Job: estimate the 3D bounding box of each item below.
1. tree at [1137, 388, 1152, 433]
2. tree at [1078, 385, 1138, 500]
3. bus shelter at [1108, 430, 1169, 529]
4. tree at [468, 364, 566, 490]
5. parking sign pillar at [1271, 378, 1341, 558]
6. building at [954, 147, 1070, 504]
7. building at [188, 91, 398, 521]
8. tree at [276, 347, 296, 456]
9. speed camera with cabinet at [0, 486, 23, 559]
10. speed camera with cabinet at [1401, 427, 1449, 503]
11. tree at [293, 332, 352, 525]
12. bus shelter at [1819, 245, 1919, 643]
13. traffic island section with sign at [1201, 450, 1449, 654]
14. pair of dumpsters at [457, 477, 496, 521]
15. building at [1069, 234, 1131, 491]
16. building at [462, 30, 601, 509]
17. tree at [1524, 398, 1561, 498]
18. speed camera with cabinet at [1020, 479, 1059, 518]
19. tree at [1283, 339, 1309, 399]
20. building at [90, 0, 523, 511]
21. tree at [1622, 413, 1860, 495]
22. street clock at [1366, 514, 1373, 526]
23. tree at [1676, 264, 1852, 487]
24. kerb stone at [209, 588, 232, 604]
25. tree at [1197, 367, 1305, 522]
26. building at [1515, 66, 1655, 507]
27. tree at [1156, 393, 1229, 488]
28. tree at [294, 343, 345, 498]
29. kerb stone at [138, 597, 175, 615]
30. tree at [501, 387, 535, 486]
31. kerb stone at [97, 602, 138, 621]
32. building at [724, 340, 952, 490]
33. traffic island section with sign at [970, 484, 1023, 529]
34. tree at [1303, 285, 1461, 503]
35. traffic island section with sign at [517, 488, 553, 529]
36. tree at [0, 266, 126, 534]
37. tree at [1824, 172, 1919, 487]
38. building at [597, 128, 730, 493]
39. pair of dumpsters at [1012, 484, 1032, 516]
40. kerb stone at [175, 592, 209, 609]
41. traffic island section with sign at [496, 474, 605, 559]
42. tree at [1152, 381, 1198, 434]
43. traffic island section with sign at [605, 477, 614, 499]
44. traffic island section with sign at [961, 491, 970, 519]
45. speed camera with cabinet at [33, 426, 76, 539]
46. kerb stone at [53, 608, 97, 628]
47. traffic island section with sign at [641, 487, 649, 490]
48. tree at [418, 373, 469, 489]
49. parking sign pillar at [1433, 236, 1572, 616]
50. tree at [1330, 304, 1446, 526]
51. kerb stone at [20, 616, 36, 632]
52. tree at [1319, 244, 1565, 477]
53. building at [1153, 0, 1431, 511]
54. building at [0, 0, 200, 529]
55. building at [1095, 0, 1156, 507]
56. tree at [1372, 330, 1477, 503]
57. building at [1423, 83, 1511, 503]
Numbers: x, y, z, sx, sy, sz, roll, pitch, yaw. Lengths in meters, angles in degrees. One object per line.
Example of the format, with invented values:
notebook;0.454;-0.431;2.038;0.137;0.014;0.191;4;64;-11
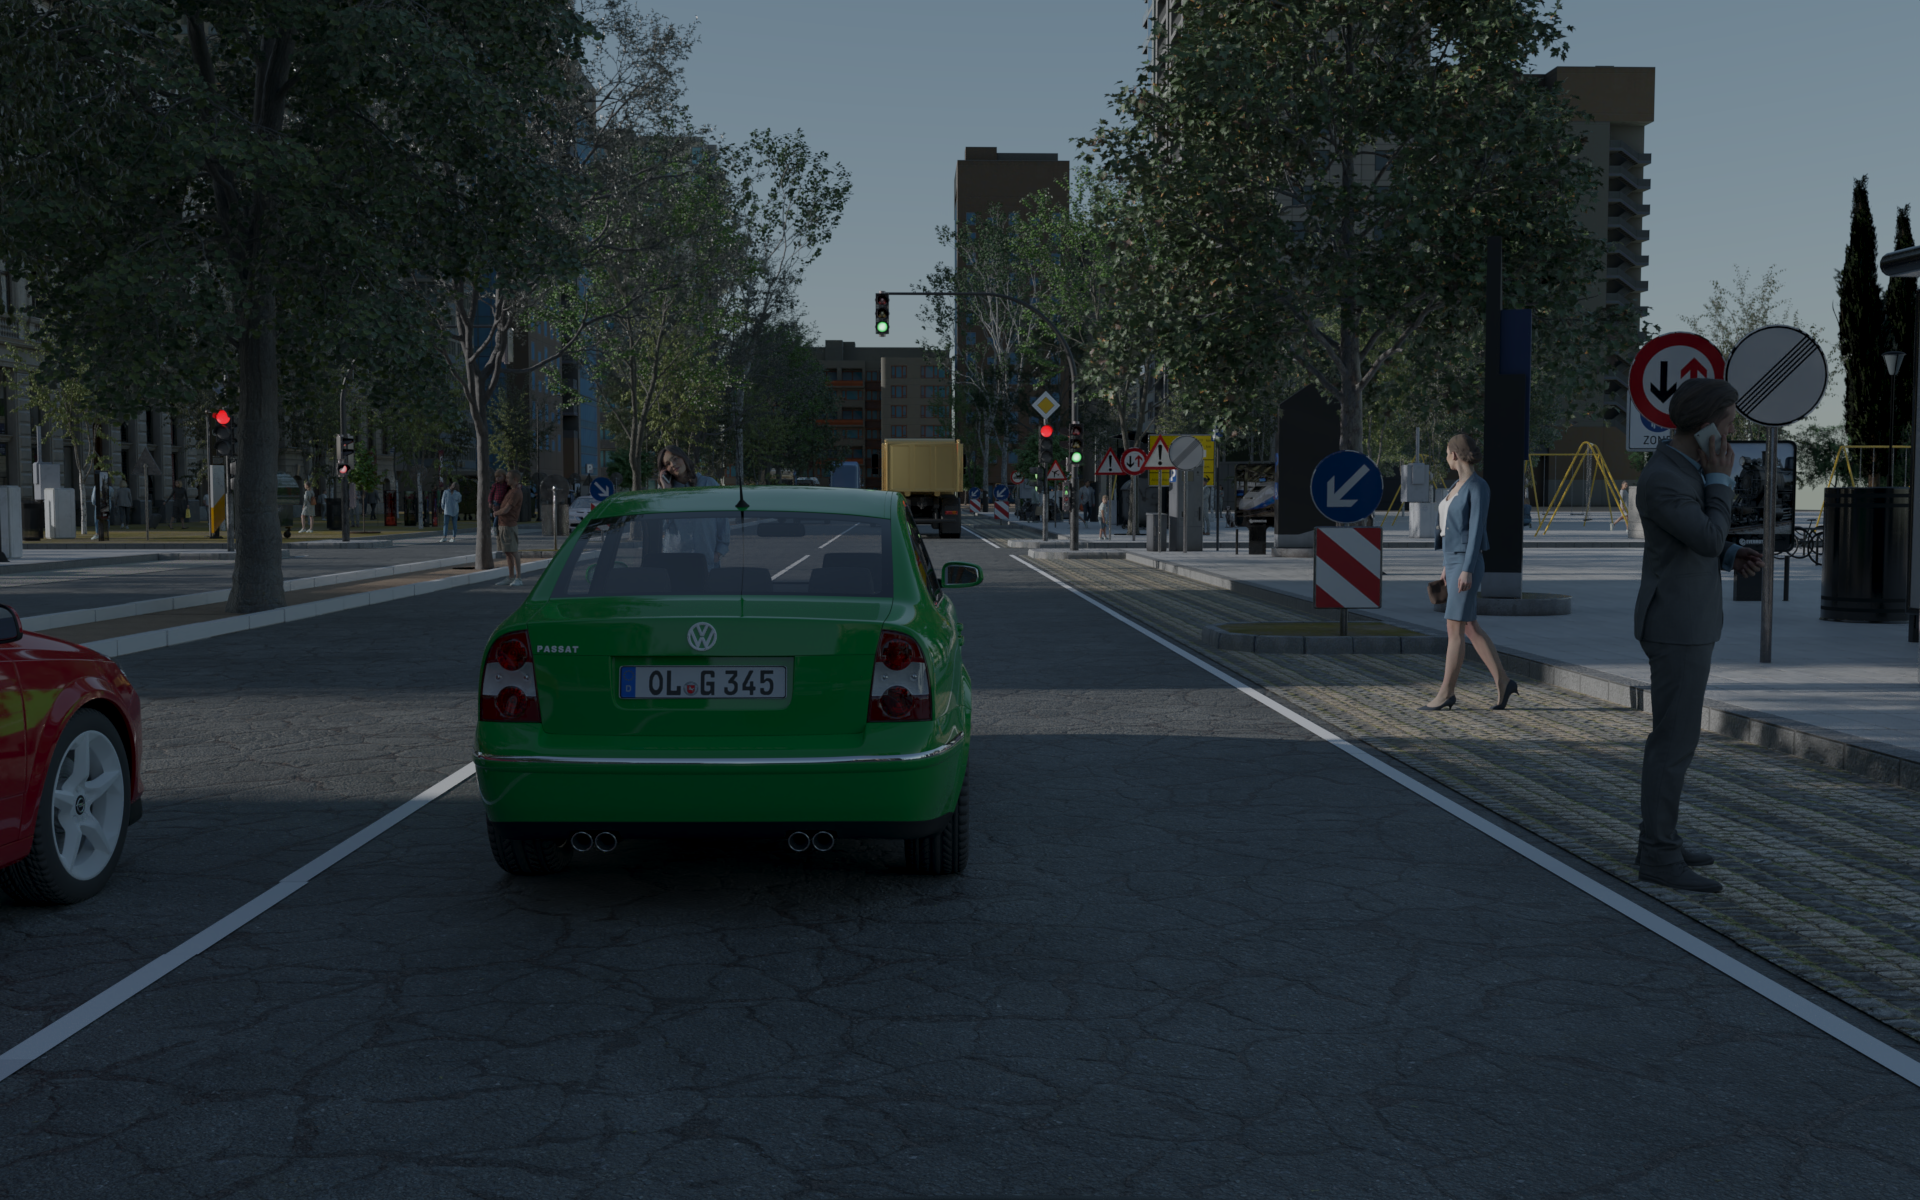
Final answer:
tree;11.909;-8.337;86.670;4.360;8.622;3.978;0;3;0
tree;8.809;-9.201;100.797;4.360;8.622;3.978;0;3;0
bus shelter;6.912;-4.617;66.766;1.731;3.624;6.357;0;4;-2
tree;-24.309;-8.914;96.113;4.360;8.622;3.978;0;3;0
parking sign pillar;7.118;-2.870;35.397;1.447;3.967;1.447;0;4;0
building;6.533;-35.253;226.504;14.200;45.320;14.600;0;4;-2
building;-41.670;-16.958;96.341;14.460;24.649;34.723;0;4;-2
tree;-25.954;-6.714;60.134;4.360;8.622;3.978;0;3;0
speed camera with cabinet;-19.664;-2.430;34.068;2.038;3.252;0.660;0;4;-6
speed camera with cabinet;14.227;-3.504;51.632;2.038;3.252;0.660;0;4;-5
tree;-26.825;-7.373;70.917;4.360;8.622;3.978;0;3;0
bus shelter;9.065;-2.190;13.438;2.179;5.291;8.768;0;4;-2
traffic island section with sign;3.348;-0.472;16.341;1.989;1.847;2.006;0;4;-2
pair of dumpsters;-23.671;-5.037;84.853;1.574;2.255;4.437;0;4;-2
building;25.367;-33.315;236.584;23.993;40.220;32.217;0;4;-2
building;-44.746;-32.060;174.286;14.200;45.320;14.600;0;4;-2
tree;28.346;-8.362;87.075;4.360;8.622;3.978;0;3;0
speed camera with cabinet;4.251;-6.030;92.927;2.038;3.252;0.660;-1;4;-9
tree;25.866;-12.788;115.740;9.857;13.997;8.962;0;3;0
building;-51.306;-26.995;133.243;32.217;40.220;23.993;0;4;-2
tree;49.411;-8.520;102.201;20.602;7.101;11.467;2;4;31
street clock;9.436;-2.166;39.980;0.358;2.002;0.471;2;4;30
tree;25.609;-6.407;55.125;4.360;8.622;3.978;0;3;0
kerb stone;-9.816;-0.043;22.904;0.120;0.150;1.000;0;4;-2
tree;12.197;-7.295;69.630;4.360;8.622;3.978;0;3;0
building;61.206;-32.347;178.977;14.200;45.320;14.600;0;4;-2
tree;13.972;-9.480;105.367;4.737;8.622;4.395;0;3;0
tree;-28.576;-7.862;78.911;4.737;8.622;4.395;0;3;0
kerb stone;-9.756;0.082;20.851;0.120;0.150;1.000;0;4;-2
tree;-30.529;-10.227;117.573;4.737;8.622;4.395;0;3;0
kerb stone;-9.720;0.152;19.830;0.120;0.150;1.000;0;4;-2
building;-15.874;-23.714;232.762;28.899;21.520;27.650;0;4;-2
traffic island section with sign;1.570;-3.870;71.903;1.989;1.847;2.006;0;4;-2
tree;21.149;-10.503;89.858;7.486;12.596;7.792;0;3;0
traffic island section with sign;-17.041;-3.834;71.320;1.989;1.847;2.006;0;4;-2
tree;-28.042;-6.398;54.968;4.737;8.622;4.395;0;3;0
tree;43.504;-10.548;74.288;13.155;14.587;18.604;1;4;17
building;-45.716;-37.307;229.573;30.456;49.044;23.786;0;4;-2
pair of dumpsters;3.925;-6.012;100.783;1.574;2.255;4.437;0;4;-2
kerb stone;-9.778;0.019;21.882;0.120;0.150;1.000;0;4;-2
traffic island section with sign;-9.286;-1.900;39.196;2.006;1.907;1.989;0;4;-2
tree;11.531;-7.907;79.648;4.360;8.622;3.978;0;3;0
traffic island section with sign;-9.513;-2.352;46.600;2.006;1.907;1.989;0;4;-2
traffic island section with sign;0.715;-5.518;98.845;1.989;1.847;2.006;0;4;-2
speed camera with cabinet;-26.168;-3.406;50.031;0.660;3.252;2.038;-3;5;-42
kerb stone;-9.691;0.207;18.808;0.120;0.150;1.000;0;4;-2
traffic island section with sign;-17.908;-5.482;98.261;1.989;1.847;2.006;0;4;-2
tree;-30.897;-9.476;105.294;4.360;8.622;3.978;0;3;0
parking sign pillar;5.915;-1.854;18.785;1.447;3.967;1.447;1;4;18
tree;12.961;-6.361;54.363;4.737;8.622;4.395;0;3;0
kerb stone;-9.649;0.270;17.787;0.120;0.150;1.000;0;4;-2
tree;22.741;-10.397;76.647;9.857;13.997;8.962;0;3;0
building;25.505;-43.068;142.407;20.563;71.187;20.611;0;4;-2
building;-39.155;-14.681;68.915;11.050;23.489;19.941;0;4;-2
building;26.108;-52.309;167.928;22.319;86.520;31.000;0;4;-2
tree;16.495;-6.780;61.212;4.360;8.622;3.978;0;3;0
building;46.979;-32.334;178.778;14.200;45.320;14.600;0;4;-2
